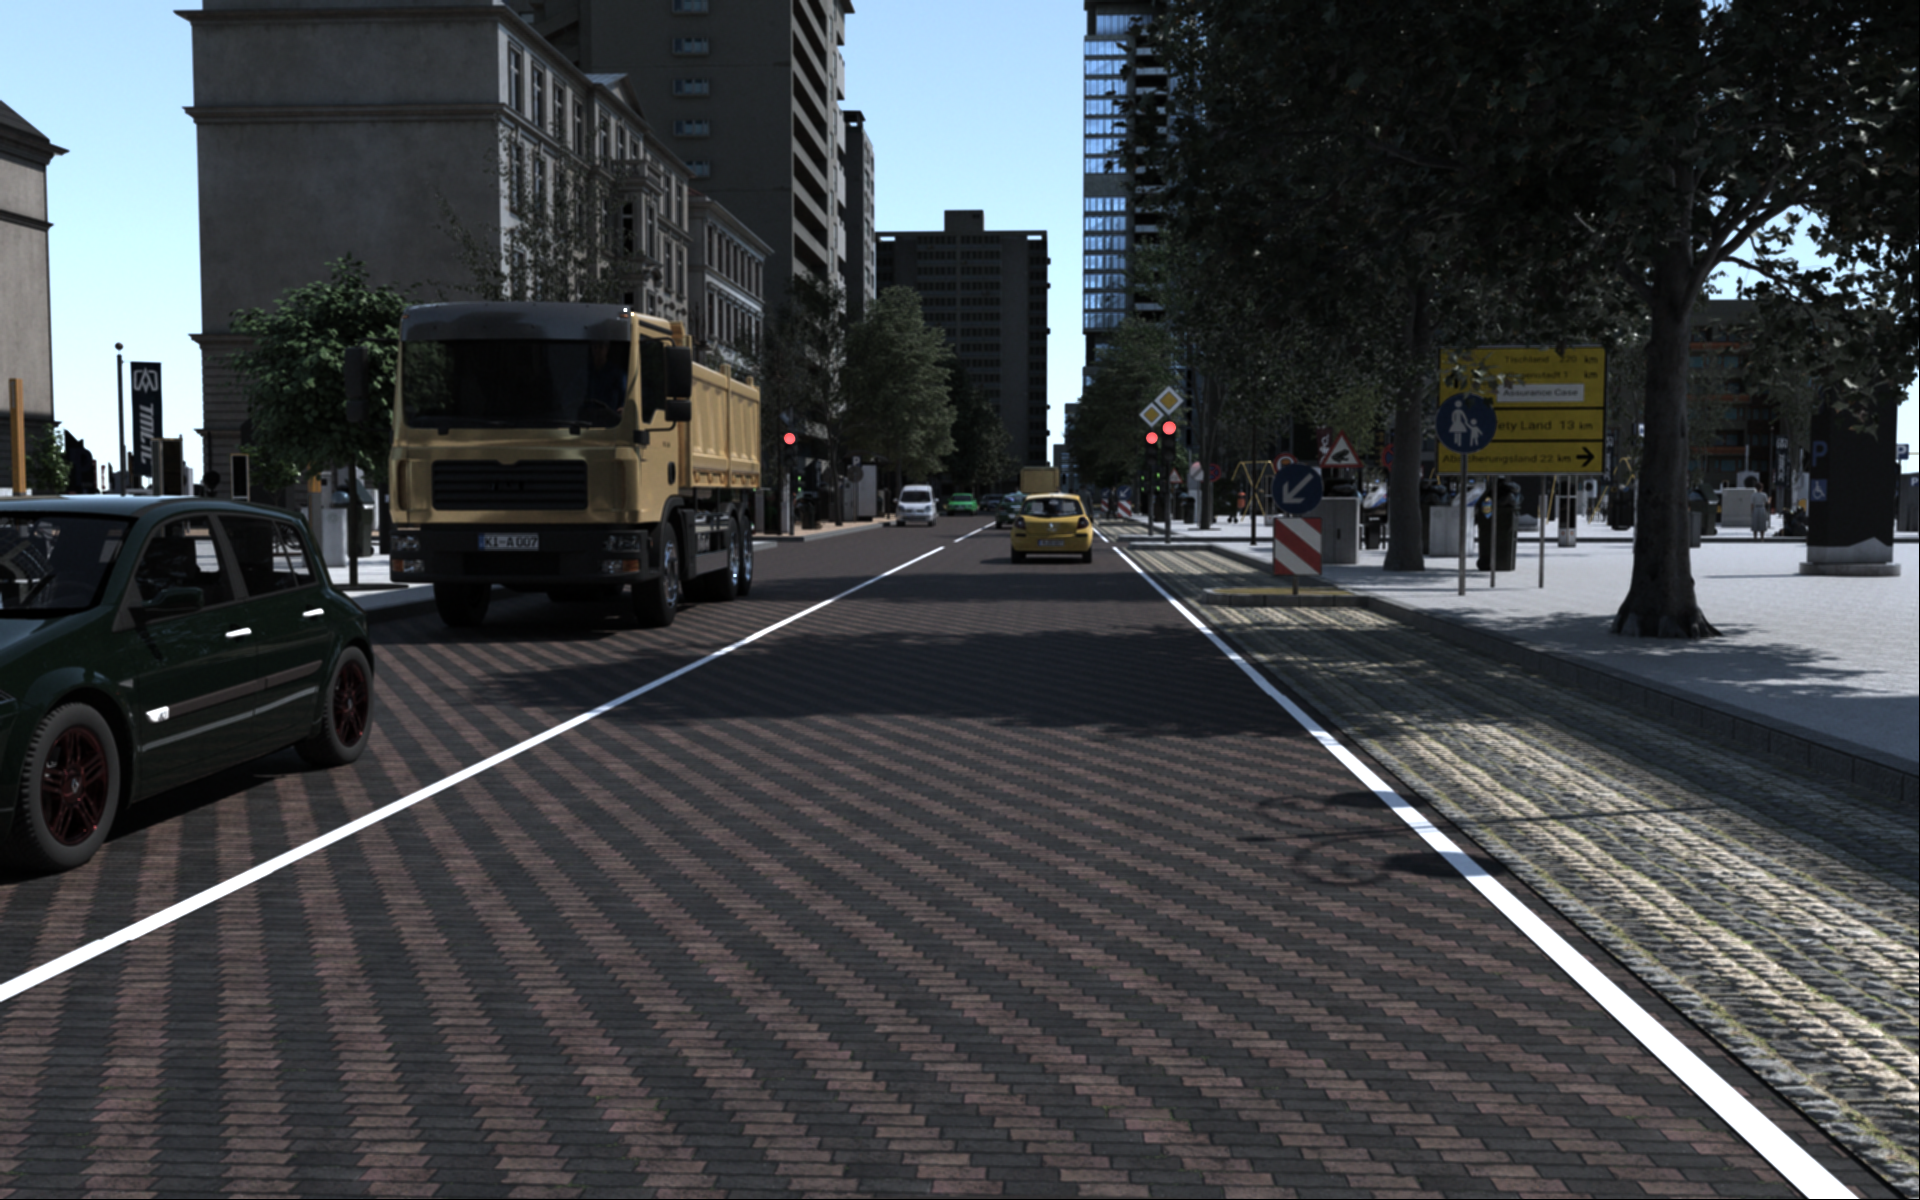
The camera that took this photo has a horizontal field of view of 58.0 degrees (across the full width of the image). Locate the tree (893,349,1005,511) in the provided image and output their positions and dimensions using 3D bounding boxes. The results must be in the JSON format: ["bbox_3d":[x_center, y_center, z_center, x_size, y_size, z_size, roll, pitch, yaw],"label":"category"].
[{"bbox_3d":[-1.617,-13.310,134.633,9.611,12.733,9.660,0,3,0],"label":"tree"}]

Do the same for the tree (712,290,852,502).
[{"bbox_3d":[-6.435,-6.829,62.009,4.360,8.622,3.978,0,3,0],"label":"tree"}]

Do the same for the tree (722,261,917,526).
[{"bbox_3d":[-5.176,-8.270,69.629,7.601,10.594,8.767,2,4,26],"label":"tree"}]

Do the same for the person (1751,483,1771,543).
[{"bbox_3d":[22.573,-2.432,48.827,0.480,1.755,0.524,2,4,35],"label":"person"}]

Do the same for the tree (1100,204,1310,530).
[{"bbox_3d":[8.755,-8.297,61.407,9.928,11.665,9.643,0,3,0],"label":"tree"}]

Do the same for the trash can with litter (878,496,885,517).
[{"bbox_3d":[-4.452,-5.235,96.972,0.624,1.170,1.055,-2,4,-23],"label":"trash can with litter"}]

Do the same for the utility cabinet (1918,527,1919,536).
[{"bbox_3d":[29.333,-2.661,52.189,0.318,1.500,1.173,0,4,5],"label":"utility cabinet"}]

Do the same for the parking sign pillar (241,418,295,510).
[{"bbox_3d":[-18.319,-3.509,45.843,1.447,3.967,1.447,1,4,13],"label":"parking sign pillar"}]

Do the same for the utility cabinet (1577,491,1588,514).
[{"bbox_3d":[38.572,-6.051,107.614,0.318,1.500,1.173,-1,4,-11],"label":"utility cabinet"}]

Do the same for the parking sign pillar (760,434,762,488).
[{"bbox_3d":[-9.320,-5.457,77.694,1.447,3.967,1.447,1,4,16],"label":"parking sign pillar"}]

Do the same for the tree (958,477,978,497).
[{"bbox_3d":[1.375,-14.354,185.045,4.360,8.622,3.978,0,3,0],"label":"tree"}]

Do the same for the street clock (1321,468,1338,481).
[{"bbox_3d":[7.824,-1.964,36.689,0.358,2.002,0.471,2,4,30],"label":"street clock"}]

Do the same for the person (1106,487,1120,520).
[{"bbox_3d":[8.523,-5.395,96.492,0.755,1.850,0.659,1,4,14],"label":"person"}]

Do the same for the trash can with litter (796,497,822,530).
[{"bbox_3d":[-5.449,-3.144,62.798,0.624,1.170,1.055,2,4,24],"label":"trash can with litter"}]

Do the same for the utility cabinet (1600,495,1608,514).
[{"bbox_3d":[42.618,-6.296,114.104,1.020,1.237,0.306,-2,4,-32],"label":"utility cabinet"}]

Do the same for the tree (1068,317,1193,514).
[{"bbox_3d":[11.280,-11.841,111.724,7.486,12.596,7.792,0,3,0],"label":"tree"}]

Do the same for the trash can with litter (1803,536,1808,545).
[{"bbox_3d":[21.437,-1.938,43.070,0.624,1.170,1.055,-1,4,-17],"label":"trash can with litter"}]

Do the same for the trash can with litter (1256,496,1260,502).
[{"bbox_3d":[18.407,-5.997,109.432,1.055,1.170,0.624,1,4,16],"label":"trash can with litter"}]

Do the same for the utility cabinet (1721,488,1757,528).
[{"bbox_3d":[29.495,-3.481,65.585,1.173,1.500,0.318,3,5,41],"label":"utility cabinet"}]

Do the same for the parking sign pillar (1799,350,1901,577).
[{"bbox_3d":[14.130,-2.381,27.401,1.447,3.967,1.447,-1,4,-16],"label":"parking sign pillar"}]

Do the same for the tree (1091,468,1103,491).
[{"bbox_3d":[14.298,-10.709,158.812,4.285,4.588,4.351,0,3,0],"label":"tree"}]

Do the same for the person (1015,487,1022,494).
[{"bbox_3d":[3.340,-5.559,99.259,0.638,1.841,0.748,-2,4,-23],"label":"person"}]

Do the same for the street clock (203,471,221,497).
[{"bbox_3d":[-23.349,-3.028,54.074,0.471,2.002,0.358,-3,5,-43],"label":"street clock"}]

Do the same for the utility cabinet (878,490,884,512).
[{"bbox_3d":[-4.682,-5.531,99.103,0.318,1.500,1.173,-2,4,-26],"label":"utility cabinet"}]

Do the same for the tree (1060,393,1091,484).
[{"bbox_3d":[16.330,-17.549,193.577,9.857,13.997,8.962,0,3,0],"label":"tree"}]

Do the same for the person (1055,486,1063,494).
[{"bbox_3d":[4.794,-4.626,84.164,0.581,1.822,0.654,0,4,6],"label":"person"}]

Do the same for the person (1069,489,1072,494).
[{"bbox_3d":[9.287,-8.437,146.076,0.705,1.869,1.348,2,4,32],"label":"person"}]

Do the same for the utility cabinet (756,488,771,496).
[{"bbox_3d":[-11.684,-5.881,104.840,1.173,1.500,0.318,0,4,1],"label":"utility cabinet"}]

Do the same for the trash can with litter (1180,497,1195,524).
[{"bbox_3d":[9.829,-3.869,74.644,0.624,1.170,1.055,1,4,9],"label":"trash can with litter"}]

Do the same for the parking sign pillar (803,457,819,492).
[{"bbox_3d":[-10.908,-8.491,127.303,1.447,3.967,1.447,2,4,31],"label":"parking sign pillar"}]

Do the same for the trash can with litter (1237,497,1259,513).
[{"bbox_3d":[19.678,-6.464,116.737,1.678,1.210,2.233,-3,5,-43],"label":"trash can with litter"}]

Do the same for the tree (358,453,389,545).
[{"bbox_3d":[-14.322,-3.000,43.654,1.663,3.219,1.824,0,3,0],"label":"tree"}]

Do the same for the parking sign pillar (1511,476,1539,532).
[{"bbox_3d":[19.177,-4.343,59.484,1.447,3.967,1.447,0,4,-1],"label":"parking sign pillar"}]

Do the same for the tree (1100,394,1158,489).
[{"bbox_3d":[11.932,-10.327,119.208,4.737,8.622,4.395,0,3,0],"label":"tree"}]

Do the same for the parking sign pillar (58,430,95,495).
[{"bbox_3d":[-37.266,-5.193,73.373,1.447,3.967,1.447,1,4,10],"label":"parking sign pillar"}]

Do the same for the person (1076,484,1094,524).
[{"bbox_3d":[4.536,-3.328,63.011,0.694,1.812,0.767,1,4,11],"label":"person"}]

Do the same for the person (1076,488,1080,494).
[{"bbox_3d":[7.751,-6.348,111.659,0.648,1.900,0.474,-3,5,-40],"label":"person"}]

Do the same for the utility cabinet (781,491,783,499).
[{"bbox_3d":[-12.244,-6.535,115.518,1.173,1.500,0.318,3,4,37],"label":"utility cabinet"}]

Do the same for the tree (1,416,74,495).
[{"bbox_3d":[-22.419,-2.946,42.774,1.663,3.219,1.824,0,3,0],"label":"tree"}]

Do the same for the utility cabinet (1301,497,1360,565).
[{"bbox_3d":[6.804,-1.264,31.830,1.020,1.237,0.306,2,4,27],"label":"utility cabinet"}]

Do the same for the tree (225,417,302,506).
[{"bbox_3d":[-14.299,-2.521,35.820,1.663,3.219,1.824,0,3,0],"label":"tree"}]

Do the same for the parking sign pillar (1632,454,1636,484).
[{"bbox_3d":[43.322,-7.494,110.993,1.447,3.967,1.447,2,4,25],"label":"parking sign pillar"}]

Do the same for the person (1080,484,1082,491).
[{"bbox_3d":[4.806,-3.751,69.682,0.795,1.843,0.661,1,4,16],"label":"person"}]

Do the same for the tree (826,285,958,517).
[{"bbox_3d":[-3.757,-10.800,94.706,7.486,12.596,7.792,0,3,0],"label":"tree"}]

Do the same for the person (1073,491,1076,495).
[{"bbox_3d":[12.324,-10.949,187.971,0.568,1.767,0.683,-1,4,-13],"label":"person"}]

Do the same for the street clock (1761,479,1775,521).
[{"bbox_3d":[38.083,-4.725,81.823,0.471,2.002,0.358,2,4,31],"label":"street clock"}]

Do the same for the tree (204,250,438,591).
[{"bbox_3d":[-8.330,-2.428,23.405,4.285,4.588,4.351,0,3,0],"label":"tree"}]

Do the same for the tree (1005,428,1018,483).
[{"bbox_3d":[0.091,-15.628,172.523,9.611,12.733,9.660,0,3,0],"label":"tree"}]

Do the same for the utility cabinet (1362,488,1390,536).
[{"bbox_3d":[12.884,-2.701,52.838,1.173,1.500,0.318,-1,4,-19],"label":"utility cabinet"}]

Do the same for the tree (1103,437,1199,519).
[{"bbox_3d":[10.567,-6.457,89.279,4.285,4.588,4.351,0,3,0],"label":"tree"}]

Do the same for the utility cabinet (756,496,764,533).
[{"bbox_3d":[-6.746,-2.857,57.872,1.020,1.237,0.306,0,4,-3],"label":"utility cabinet"}]

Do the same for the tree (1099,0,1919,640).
[{"bbox_3d":[6.374,-6.013,15.318,9.611,12.733,9.660,0,3,0],"label":"tree"}]

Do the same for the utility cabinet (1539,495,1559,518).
[{"bbox_3d":[31.677,-5.013,93.130,1.020,1.237,0.306,-1,4,-11],"label":"utility cabinet"}]

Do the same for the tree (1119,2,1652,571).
[{"bbox_3d":[7.565,-7.463,28.683,9.857,13.997,8.962,0,3,0],"label":"tree"}]

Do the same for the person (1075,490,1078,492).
[{"bbox_3d":[10.093,-8.655,150.014,0.705,1.822,1.348,1,4,14],"label":"person"}]

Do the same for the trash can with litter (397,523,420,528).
[{"bbox_3d":[-20.685,-3.283,65.064,1.055,1.170,0.624,-1,4,-11],"label":"trash can with litter"}]
